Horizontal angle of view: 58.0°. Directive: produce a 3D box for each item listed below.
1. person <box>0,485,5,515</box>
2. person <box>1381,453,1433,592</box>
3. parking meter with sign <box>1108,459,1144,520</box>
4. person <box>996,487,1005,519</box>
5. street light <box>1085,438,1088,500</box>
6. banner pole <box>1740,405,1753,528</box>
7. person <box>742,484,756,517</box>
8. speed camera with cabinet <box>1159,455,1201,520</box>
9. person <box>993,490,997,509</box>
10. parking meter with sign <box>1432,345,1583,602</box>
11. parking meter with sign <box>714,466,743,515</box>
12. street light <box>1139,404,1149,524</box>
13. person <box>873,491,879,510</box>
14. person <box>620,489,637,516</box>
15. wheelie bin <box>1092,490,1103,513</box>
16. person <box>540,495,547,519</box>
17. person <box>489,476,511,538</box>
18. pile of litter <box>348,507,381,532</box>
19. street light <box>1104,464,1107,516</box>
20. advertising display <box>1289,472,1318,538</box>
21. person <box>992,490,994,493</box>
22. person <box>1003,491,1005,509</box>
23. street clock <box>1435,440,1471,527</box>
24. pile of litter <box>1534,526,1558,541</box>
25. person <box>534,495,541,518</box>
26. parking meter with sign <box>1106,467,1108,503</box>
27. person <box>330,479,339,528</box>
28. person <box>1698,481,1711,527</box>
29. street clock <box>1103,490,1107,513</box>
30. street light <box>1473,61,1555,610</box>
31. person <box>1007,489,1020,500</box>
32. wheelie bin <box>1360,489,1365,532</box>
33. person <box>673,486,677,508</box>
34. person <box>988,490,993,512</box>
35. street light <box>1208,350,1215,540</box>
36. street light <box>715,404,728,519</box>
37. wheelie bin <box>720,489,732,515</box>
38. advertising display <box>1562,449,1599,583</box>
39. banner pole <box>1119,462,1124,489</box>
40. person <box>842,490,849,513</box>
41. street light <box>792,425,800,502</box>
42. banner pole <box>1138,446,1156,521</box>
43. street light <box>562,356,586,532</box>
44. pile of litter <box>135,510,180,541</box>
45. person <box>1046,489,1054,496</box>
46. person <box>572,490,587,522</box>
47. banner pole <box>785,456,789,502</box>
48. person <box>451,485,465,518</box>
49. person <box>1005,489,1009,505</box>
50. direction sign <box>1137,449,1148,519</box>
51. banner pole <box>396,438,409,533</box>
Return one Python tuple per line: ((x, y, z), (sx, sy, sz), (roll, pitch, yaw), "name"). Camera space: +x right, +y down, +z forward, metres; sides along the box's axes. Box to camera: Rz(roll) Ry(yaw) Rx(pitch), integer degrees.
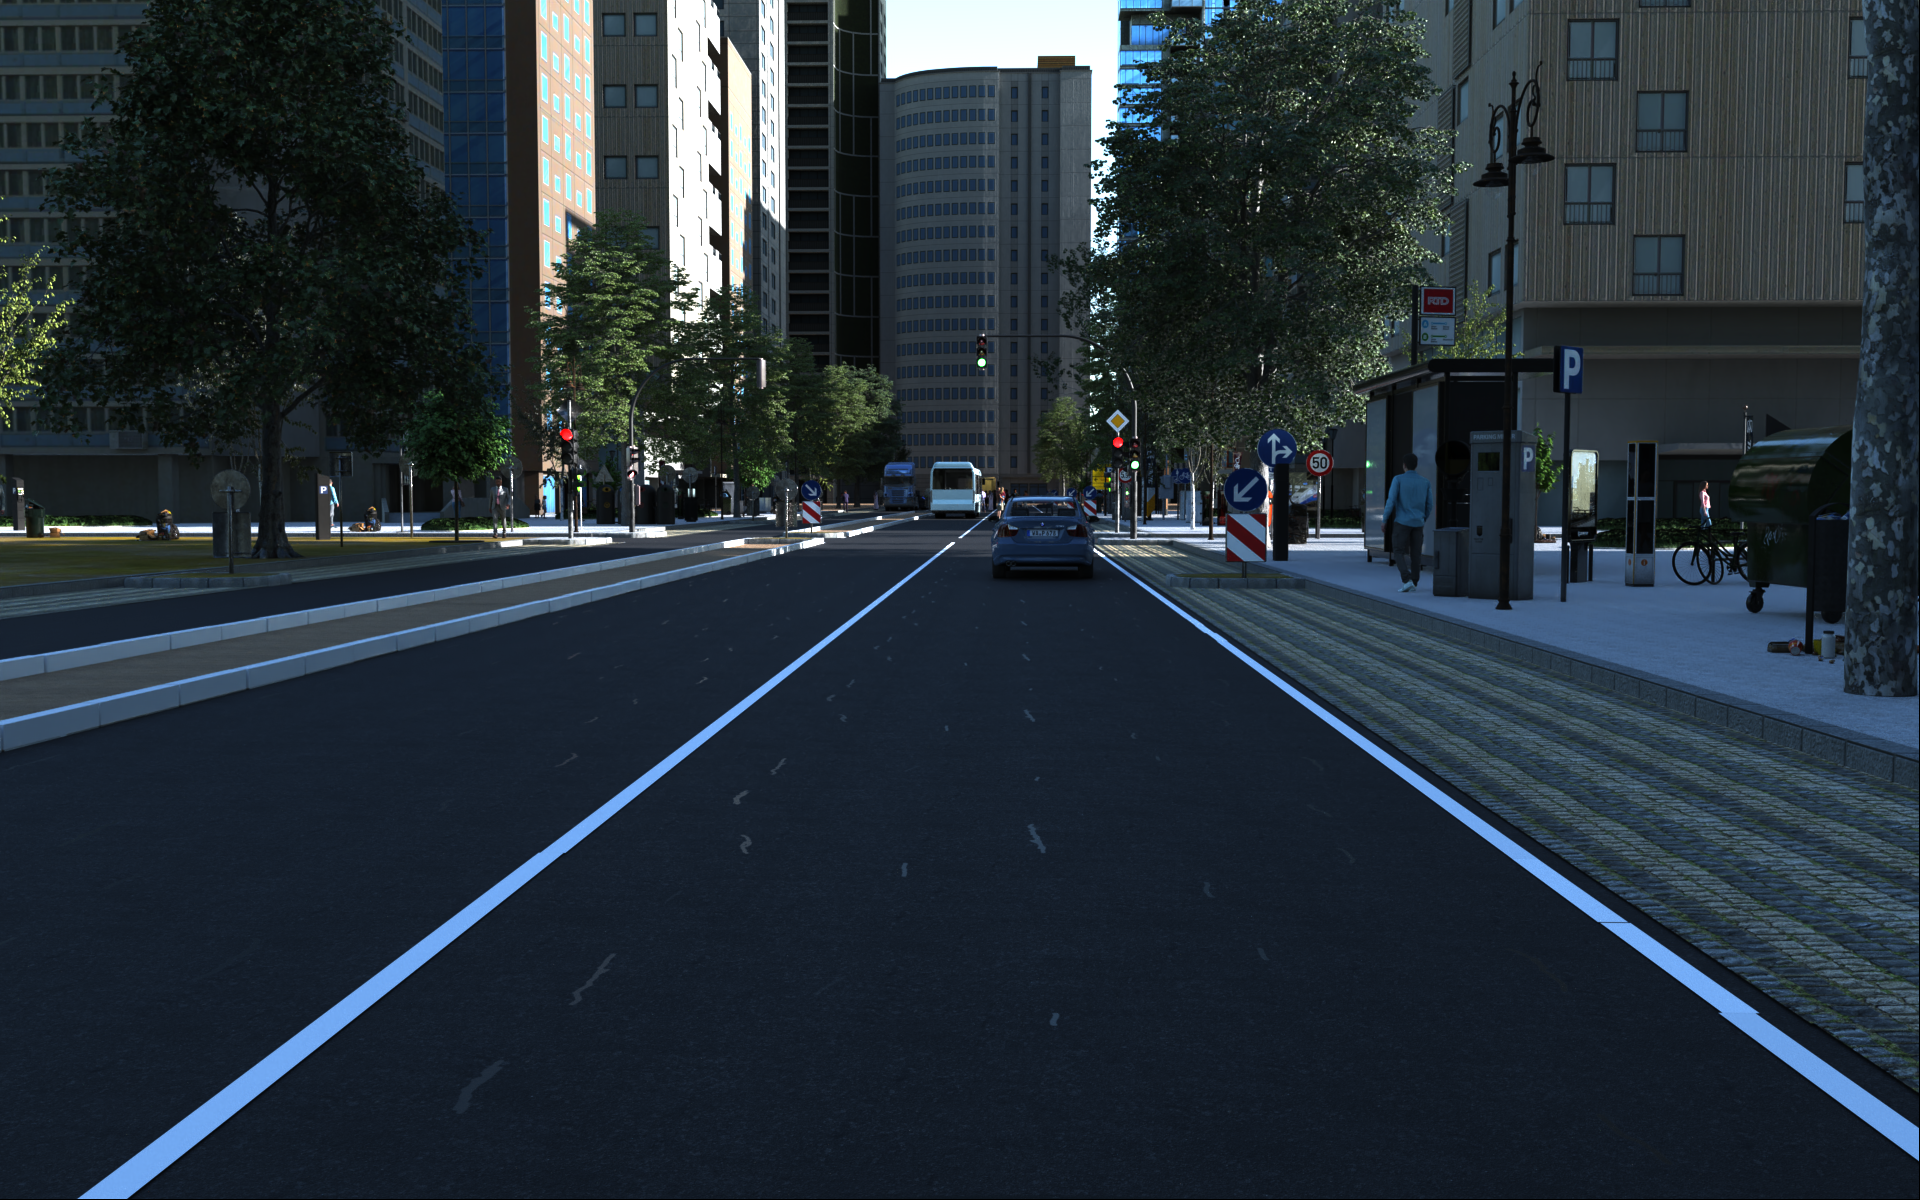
((-24.989, -2.356, 44.668), (0.635, 1.810, 0.391), (-3, 5, -41), "person")
((5.909, -1.023, 22.781), (0.660, 1.820, 0.620), (-1, 4, -14), "person")
((8.366, -5.459, 85.512), (1.738, 3.016, 0.543), (2, 4, 27), "parking meter with sign")
((2.224, -5.332, 95.653), (0.580, 1.828, 0.573), (2, 4, 25), "person")
((9.668, -9.742, 132.064), (0.468, 5.910, 1.993), (0, 4, 2), "street light")
((22.078, -3.584, 48.624), (0.401, 3.779, 0.863), (0, 4, 4), "banner pole")
((-11.687, -5.534, 96.484), (0.822, 1.834, 0.622), (1, 4, 15), "person")
((10.866, -5.581, 85.592), (2.038, 3.252, 0.660), (0, 4, -2), "speed camera with cabinet")
((3.314, -9.459, 163.173), (0.705, 1.821, 1.348), (-3, 4, -37), "person")
((6.628, -1.522, 21.146), (0.543, 3.016, 1.738), (-3, 5, -43), "parking meter with sign")
((-14.439, -6.848, 108.220), (1.738, 3.016, 0.543), (-1, 4, -15), "parking meter with sign")
((7.801, -6.127, 72.961), (0.468, 5.910, 1.993), (0, 4, 2), "street light")
((-7.440, -8.777, 152.667), (0.621, 1.740, 0.551), (-2, 4, -27), "person")
((-13.639, -3.986, 71.320), (0.694, 1.812, 0.767), (0, 4, -3), "person")
((9.341, -6.764, 118.506), (0.980, 1.594, 0.693), (2, 4, 28), "wheelie bin")
((-21.853, -4.882, 90.875), (0.382, 1.210, 0.505), (0, 4, -8), "person")
((-13.309, -2.677, 50.086), (0.678, 1.792, 0.850), (0, 4, -4), "person")
((-20.465, -2.777, 59.368), (1.176, 0.858, 1.719), (1, 4, 10), "pile of litter")
((8.631, -7.941, 102.627), (0.468, 5.910, 1.993), (0, 4, 2), "street light")
((9.929, -2.753, 50.218), (0.974, 1.923, 0.123), (2, 4, 27), "advertising display")
((3.449, -10.372, 178.014), (0.705, 1.831, 1.348), (1, 4, 20), "person")
((4.046, -8.986, 156.216), (0.445, 1.727, 0.742), (-1, 4, -22), "person")
((6.647, -1.147, 23.324), (0.471, 2.002, 0.358), (2, 4, 27), "street clock")
((15.855, -2.103, 48.357), (1.176, 0.858, 1.719), (-2, 4, -25), "pile of litter")
((-22.474, -4.976, 92.065), (0.362, 1.253, 0.373), (0, 4, 2), "person")
((9.871, -7.111, 112.519), (0.543, 3.016, 1.738), (1, 4, 13), "parking meter with sign")
((-23.495, -3.579, 64.427), (0.638, 1.841, 0.748), (3, 5, 43), "person")
((22.159, -2.631, 51.523), (0.388, 1.821, 0.555), (1, 4, 16), "person")
((9.661, -6.780, 115.421), (0.471, 2.002, 0.358), (-1, 4, -14), "street clock")
((6.055, -2.833, 19.104), (0.468, 5.910, 1.993), (0, 4, 2), "street light")
((4.411, -7.974, 138.503), (1.348, 1.869, 0.705), (0, 4, -5), "person")
((13.719, -3.051, 57.797), (0.693, 1.594, 0.980), (0, 4, 0), "wheelie bin")
((-17.226, -5.939, 103.490), (0.624, 1.780, 0.694), (-3, 5, -43), "person")
((2.485, -8.089, 141.426), (0.551, 1.740, 0.621), (3, 4, 37), "person")
((7.025, -4.619, 48.309), (0.468, 5.910, 1.993), (0, 4, 2), "street light")
((-12.019, -7.006, 87.333), (0.468, 5.910, 1.993), (0, 4, 2), "street light")
((-14.346, -6.013, 106.227), (0.693, 1.594, 0.980), (0, 4, -7), "wheelie bin")
((8.997, -1.219, 25.137), (0.123, 1.923, 0.974), (3, 5, 42), "advertising display")
((10.248, -7.352, 110.216), (0.863, 3.779, 0.401), (3, 5, 42), "banner pole")
((-8.887, -7.656, 134.587), (0.541, 1.710, 0.530), (-1, 4, -9), "person")
((-11.079, -8.803, 116.711), (0.468, 5.910, 1.993), (0, 4, 2), "street light")
((9.000, -5.698, 83.182), (0.863, 3.779, 0.401), (0, 4, 2), "banner pole")
((-12.933, -5.224, 58.192), (0.468, 5.910, 1.993), (0, 4, 2), "street light")
((-22.417, -2.094, 48.209), (1.176, 0.858, 1.719), (1, 4, 11), "pile of litter")
((5.923, -6.492, 115.047), (0.661, 1.777, 0.834), (-2, 4, -34), "person")
((-17.807, -4.565, 80.646), (0.822, 1.834, 0.622), (2, 4, 27), "person")
((-11.307, -7.540, 113.292), (0.401, 3.779, 0.863), (1, 4, 10), "banner pole")
((-21.174, -4.056, 72.950), (0.593, 1.750, 0.643), (0, 4, 5), "person")
((3.885, -8.415, 146.054), (0.705, 1.831, 1.348), (1, 4, 20), "person")
((9.284, -5.787, 86.618), (0.876, 3.537, 0.379), (1, 4, 13), "direction sign")
((-18.483, -4.134, 57.616), (0.401, 3.779, 0.863), (-3, 5, -44), "banner pole")
